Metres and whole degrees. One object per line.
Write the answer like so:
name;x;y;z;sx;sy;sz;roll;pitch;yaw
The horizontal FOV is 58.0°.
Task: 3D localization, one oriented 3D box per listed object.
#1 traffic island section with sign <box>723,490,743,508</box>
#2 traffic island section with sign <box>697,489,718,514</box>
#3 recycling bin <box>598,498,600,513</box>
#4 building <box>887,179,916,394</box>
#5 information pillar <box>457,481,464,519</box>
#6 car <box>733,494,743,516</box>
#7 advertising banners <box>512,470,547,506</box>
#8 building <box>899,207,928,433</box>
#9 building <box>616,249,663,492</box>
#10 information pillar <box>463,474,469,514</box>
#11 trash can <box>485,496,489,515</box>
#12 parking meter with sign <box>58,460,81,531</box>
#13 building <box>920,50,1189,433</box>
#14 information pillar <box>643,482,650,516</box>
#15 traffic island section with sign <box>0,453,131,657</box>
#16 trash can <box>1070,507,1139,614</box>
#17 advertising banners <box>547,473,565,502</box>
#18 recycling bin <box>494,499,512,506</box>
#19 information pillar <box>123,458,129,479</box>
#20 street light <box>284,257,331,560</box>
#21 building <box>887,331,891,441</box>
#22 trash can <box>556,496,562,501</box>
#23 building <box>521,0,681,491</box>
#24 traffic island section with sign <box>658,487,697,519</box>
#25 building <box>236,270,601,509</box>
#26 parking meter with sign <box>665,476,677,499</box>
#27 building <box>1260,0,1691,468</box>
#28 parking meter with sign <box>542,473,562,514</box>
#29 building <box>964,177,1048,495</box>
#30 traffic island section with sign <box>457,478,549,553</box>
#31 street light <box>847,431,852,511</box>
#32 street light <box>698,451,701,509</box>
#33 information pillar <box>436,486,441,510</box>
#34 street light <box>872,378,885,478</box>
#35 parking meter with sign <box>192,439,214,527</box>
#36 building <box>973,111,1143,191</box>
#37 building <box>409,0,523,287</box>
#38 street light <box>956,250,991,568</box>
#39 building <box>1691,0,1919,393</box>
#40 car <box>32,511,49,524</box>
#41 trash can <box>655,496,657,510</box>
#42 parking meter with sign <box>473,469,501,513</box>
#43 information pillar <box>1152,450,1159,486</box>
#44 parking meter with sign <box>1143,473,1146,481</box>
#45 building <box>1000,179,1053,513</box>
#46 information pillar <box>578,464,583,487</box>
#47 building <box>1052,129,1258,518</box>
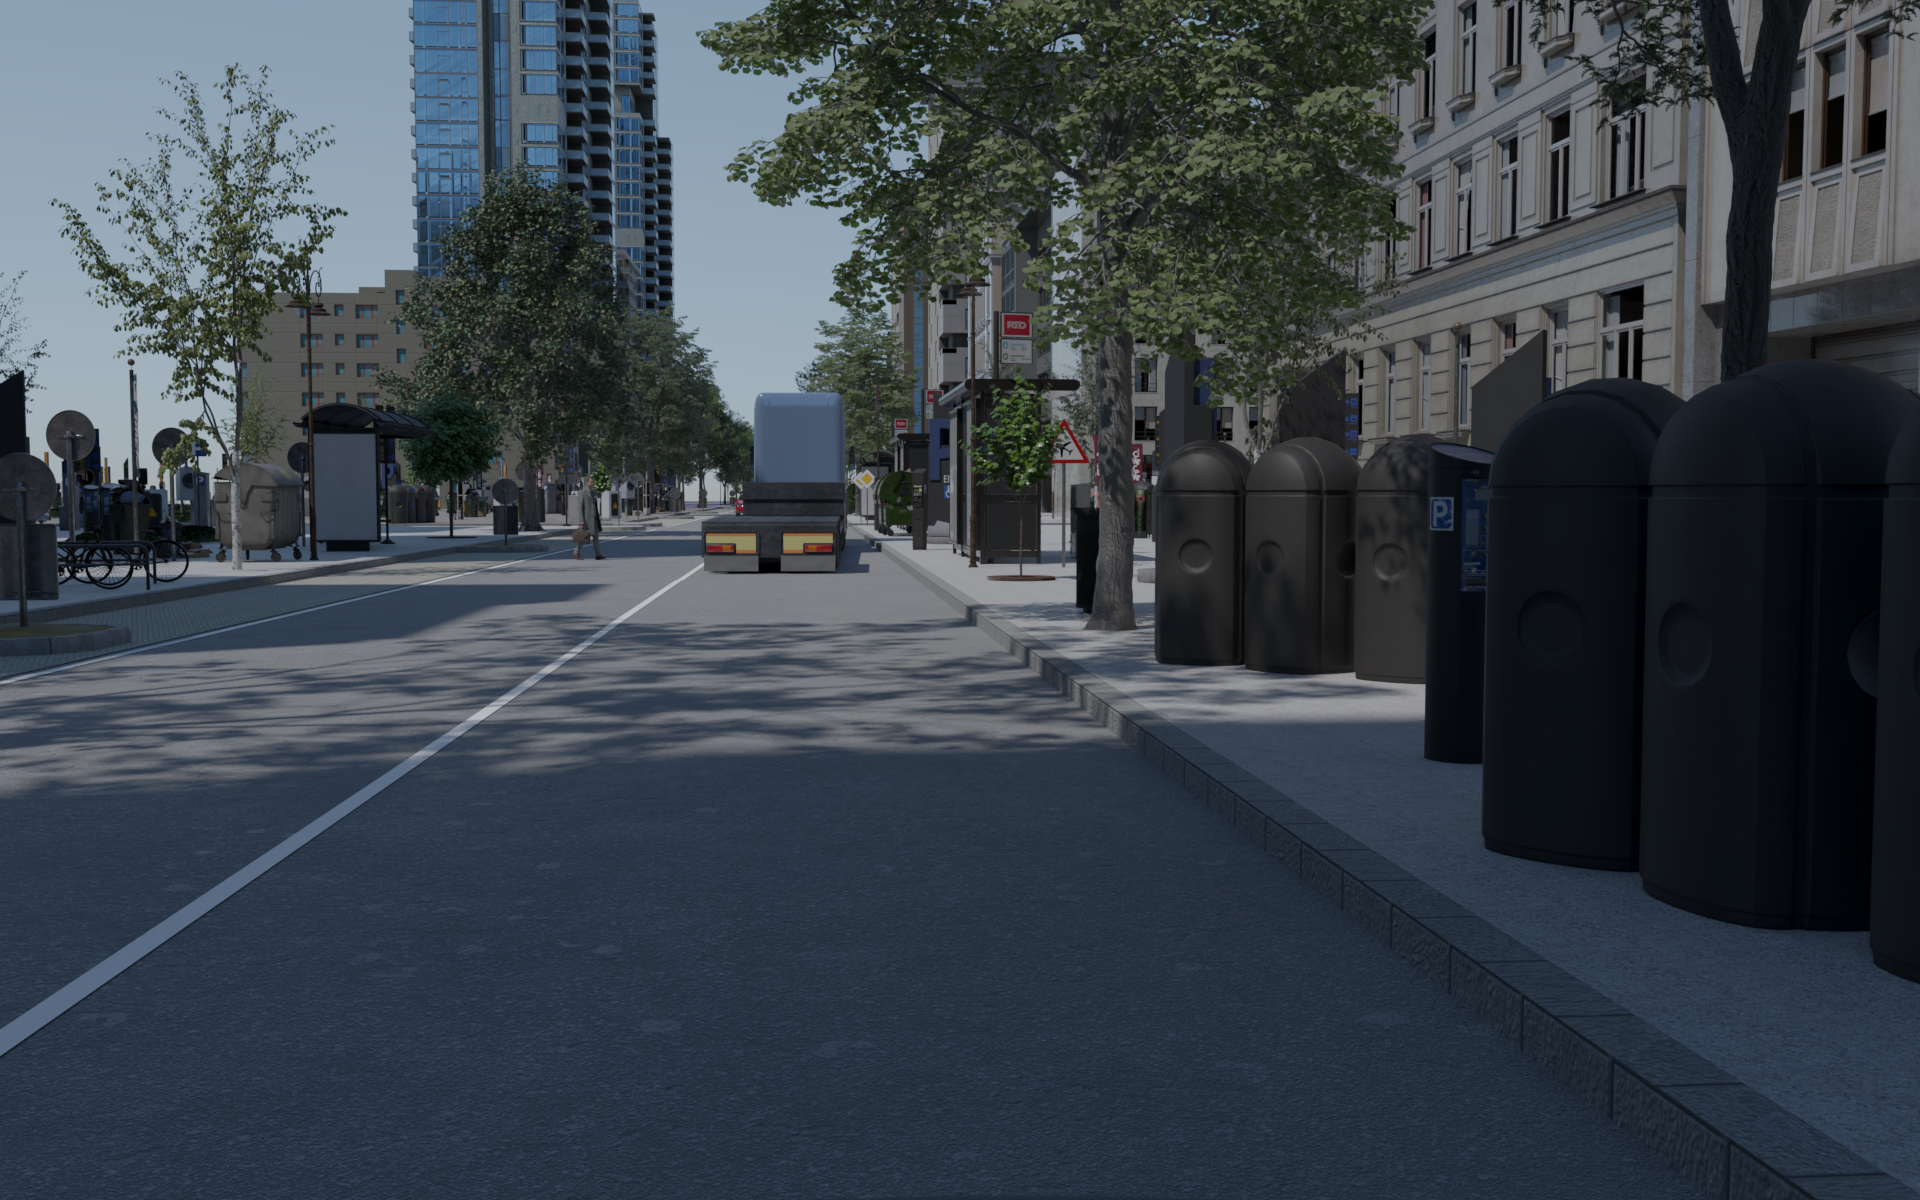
traffic island section with sign;-23.100;-10.260;176.378;1.989;1.847;2.006;0;4;-5
traffic island section with sign;-18.658;-7.188;126.158;1.989;1.847;2.006;0;4;-5
recycling bin;-22.100;-5.758;106.690;0.722;1.027;0.722;3;5;40
building;2.749;-42.515;284.362;28.713;52.752;27.495;0;4;-5
information pillar;-25.467;-5.125;88.290;0.304;2.012;0.304;-1;4;-19
car;-13.842;-6.418;113.973;2.155;1.783;4.494;0;4;-5
advertising banners;-26.291;-6.662;105.113;2.074;3.025;0.090;0;4;0
building;-2.038;-37.503;263.277;14.600;45.320;14.200;0;4;-5
building;-60.467;-34.432;254.843;32.217;40.220;23.993;0;4;-5
information pillar;-27.767;-6.468;97.100;0.504;3.616;0.183;-2;4;-33
trash can;-29.157;-5.761;105.852;0.748;1.137;0.748;0;3;0
parking meter with sign;-31.543;-3.983;61.384;0.543;3.016;1.738;-1;4;-15
building;10.514;-37.636;204.590;28.713;52.752;27.495;0;4;-5
information pillar;-18.572;-6.007;102.705;0.304;2.012;0.304;3;5;43
traffic island section with sign;-8.900;-0.452;16.025;1.989;1.847;2.006;0;4;-5
trash can;1.554;-0.430;18.683;0.748;1.137;0.748;0;3;0
advertising banners;-33.284;-8.995;143.258;2.074;3.025;0.090;1;4;15
recycling bin;-23.473;-4.672;88.944;0.722;1.027;0.722;-3;5;-39
information pillar;-53.763;-7.363;111.735;0.183;3.616;0.504;0;4;4
street light;-12.552;-3.712;33.480;0.468;5.910;1.993;0;4;-5
building;-6.010;-32.641;305.376;14.160;30.474;14.107;0;4;-5
trash can;-28.656;-6.827;123.276;0.748;1.137;0.748;0;3;0
building;-56.836;-59.306;282.316;22.319;86.520;31.000;0;4;-5
traffic island section with sign;-16.279;-5.546;99.307;1.989;1.847;2.006;0;4;-5
building;-49.385;-19.486;163.640;27.650;21.520;28.899;0;4;-5
parking meter with sign;-25.284;-9.434;150.501;1.738;3.016;0.543;-2;4;-33
building;18.635;-12.950;45.014;16.112;22.955;30.059;0;4;-5
parking meter with sign;-26.385;-7.047;111.480;0.543;3.016;1.738;2;4;34
building;7.719;-21.892;143.838;13.634;28.700;20.117;0;4;-5
traffic island section with sign;-11.269;-2.095;42.876;1.989;1.847;2.006;0;4;-5
street light;-7.162;-8.554;112.641;0.468;5.910;1.993;0;4;-5
street light;-23.022;-11.026;153.067;0.468;5.910;1.993;0;4;-5
information pillar;-42.085;-9.075;139.725;0.183;3.616;0.504;-3;5;-44
street light;-3.266;-5.895;69.177;0.468;5.910;1.993;0;4;-5
parking meter with sign;-24.512;-3.655;56.027;0.543;3.016;1.738;-1;4;-16
building;14.402;-29.819;179.426;32.217;40.220;23.993;0;4;-5
building;-48.866;-53.770;191.814;22.319;86.520;31.000;0;4;-5
street light;0.229;-3.506;30.114;0.468;5.910;1.993;0;4;-5
building;19.263;-12.344;19.848;12.078;24.808;19.932;0;4;-5
car;-39.874;-3.760;70.143;5.304;1.827;2.281;0;4;-6
trash can;-20.545;-6.344;115.373;0.748;1.137;0.748;0;3;0
parking meter with sign;-32.703;-7.591;120.380;1.738;3.016;0.543;-1;4;-8
information pillar;9.158;-5.459;80.606;0.504;3.616;0.183;3;5;41
parking meter with sign;6.336;-4.055;62.558;1.738;3.016;0.543;3;5;43
building;11.305;-18.347;119.042;14.314;24.678;30.058;0;4;-5
information pillar;-29.194;-8.685;133.346;0.504;3.616;0.183;2;4;30
building;14.120;-14.666;94.539;16.860;20.320;10.420;0;4;-5
